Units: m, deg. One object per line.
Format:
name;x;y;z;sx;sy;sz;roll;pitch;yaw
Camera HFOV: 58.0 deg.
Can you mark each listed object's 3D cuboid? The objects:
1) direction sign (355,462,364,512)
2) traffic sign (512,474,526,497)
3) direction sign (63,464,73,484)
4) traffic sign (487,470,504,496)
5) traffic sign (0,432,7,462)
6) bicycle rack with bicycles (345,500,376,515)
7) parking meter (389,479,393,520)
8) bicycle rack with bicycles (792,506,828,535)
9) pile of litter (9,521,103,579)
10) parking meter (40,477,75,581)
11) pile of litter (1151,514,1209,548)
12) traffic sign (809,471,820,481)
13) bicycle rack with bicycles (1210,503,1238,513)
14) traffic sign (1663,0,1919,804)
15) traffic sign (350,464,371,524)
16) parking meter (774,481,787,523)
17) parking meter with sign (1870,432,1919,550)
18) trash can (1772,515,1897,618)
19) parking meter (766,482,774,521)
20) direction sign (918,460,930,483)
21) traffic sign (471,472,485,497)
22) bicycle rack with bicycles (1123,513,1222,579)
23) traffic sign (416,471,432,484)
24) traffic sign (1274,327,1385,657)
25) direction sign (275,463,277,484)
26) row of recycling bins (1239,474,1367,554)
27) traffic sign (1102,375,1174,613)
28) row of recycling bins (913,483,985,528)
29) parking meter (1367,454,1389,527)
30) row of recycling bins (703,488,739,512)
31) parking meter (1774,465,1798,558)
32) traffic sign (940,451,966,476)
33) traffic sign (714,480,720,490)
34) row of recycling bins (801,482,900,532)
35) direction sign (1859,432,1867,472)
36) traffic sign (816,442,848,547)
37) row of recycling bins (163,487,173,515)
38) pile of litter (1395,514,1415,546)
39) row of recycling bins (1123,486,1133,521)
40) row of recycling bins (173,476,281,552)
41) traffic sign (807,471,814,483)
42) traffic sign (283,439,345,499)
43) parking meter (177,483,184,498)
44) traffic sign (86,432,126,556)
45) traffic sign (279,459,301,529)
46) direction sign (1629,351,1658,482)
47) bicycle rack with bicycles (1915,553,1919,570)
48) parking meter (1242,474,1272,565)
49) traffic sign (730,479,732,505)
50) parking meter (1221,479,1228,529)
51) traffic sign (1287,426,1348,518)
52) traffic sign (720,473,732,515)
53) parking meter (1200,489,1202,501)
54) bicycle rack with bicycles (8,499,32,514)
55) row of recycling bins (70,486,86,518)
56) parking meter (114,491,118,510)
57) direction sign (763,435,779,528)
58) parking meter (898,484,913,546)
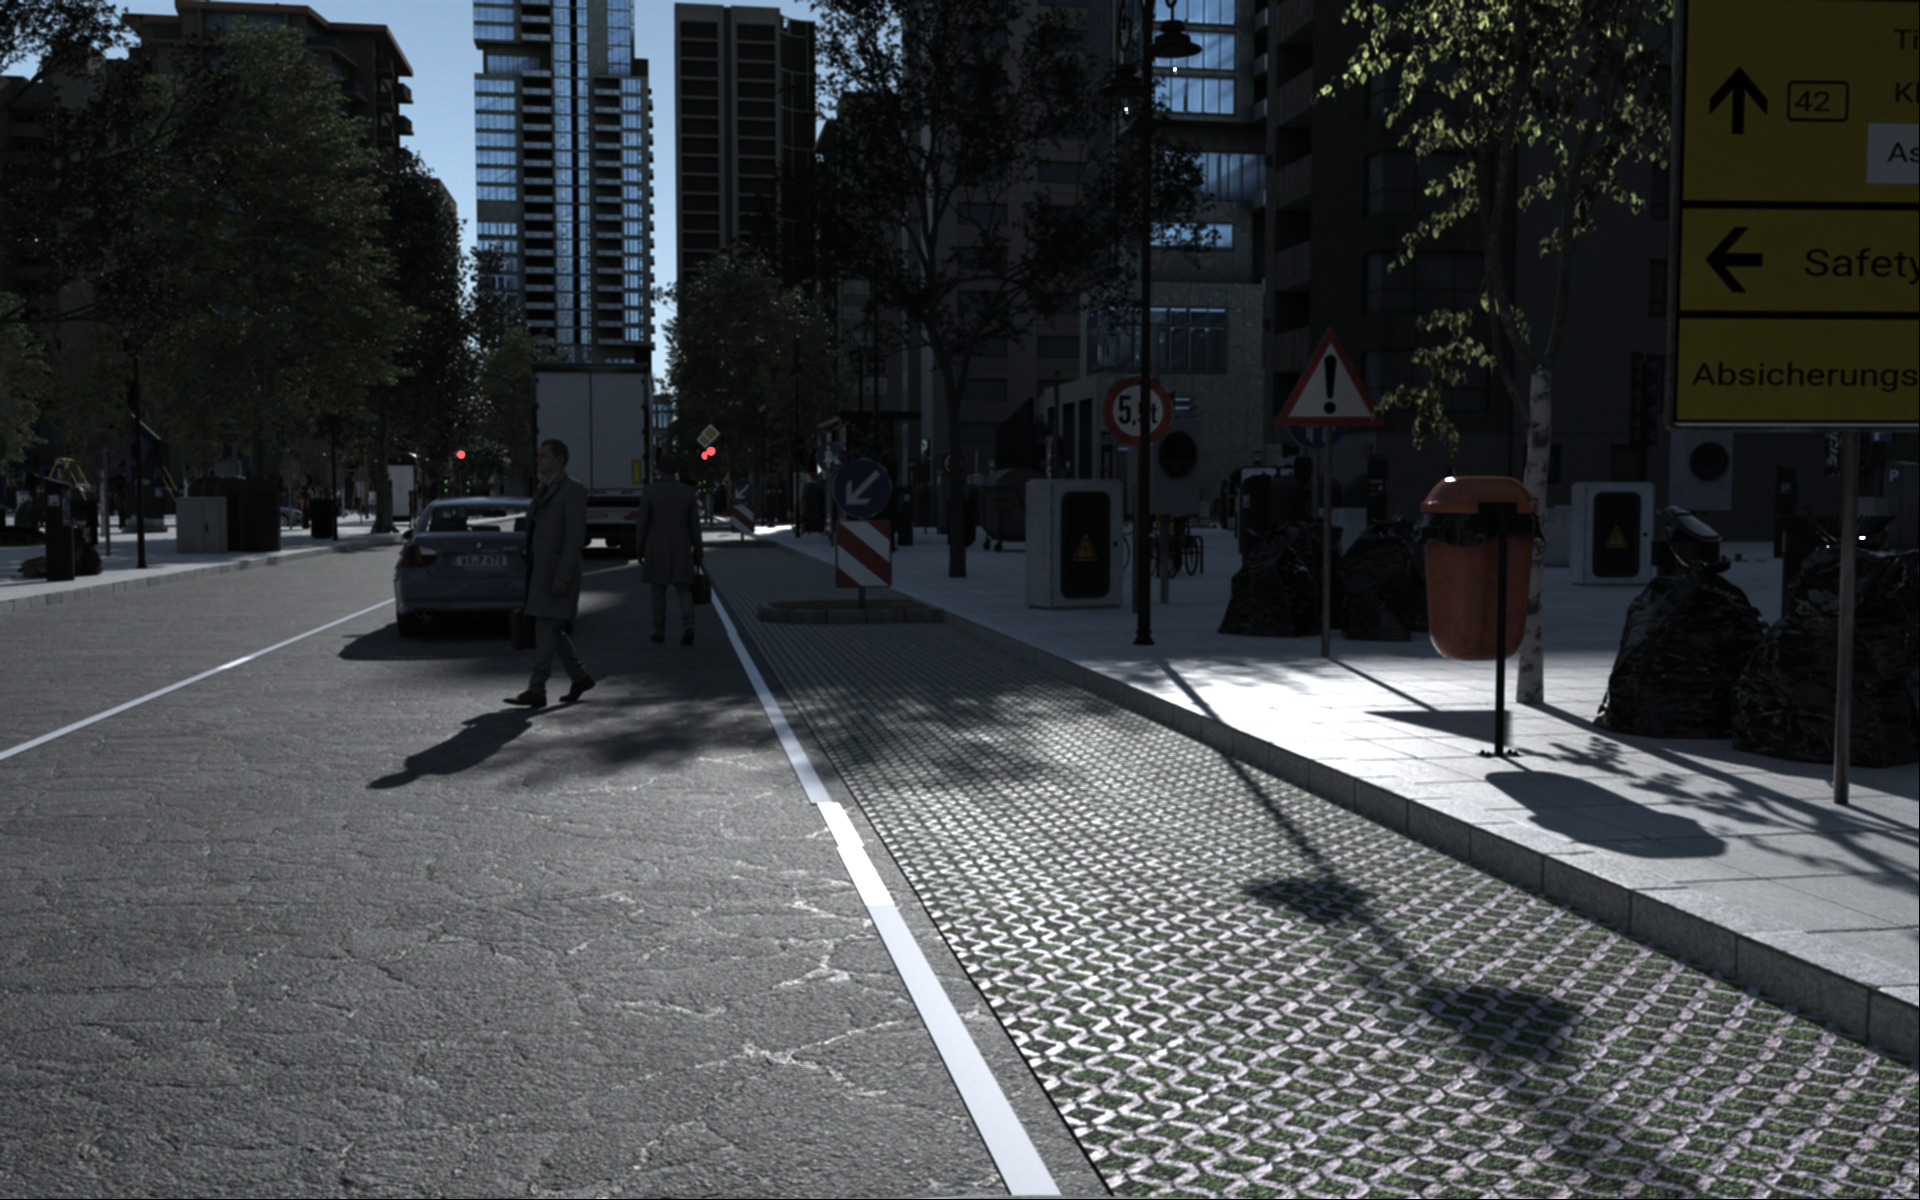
direction sign;-42.315;-7.978;122.436;0.379;3.537;0.876;3;4;36
traffic sign;-28.332;-6.802;111.209;0.884;2.594;0.081;0;4;-4
direction sign;-70.082;-8.832;136.400;0.379;3.537;0.876;0;4;4
traffic sign;-24.734;-5.638;92.184;0.884;2.594;0.081;0;4;-2
traffic sign;-18.108;-1.963;32.208;0.768;2.556;0.104;0;4;-3
bicycle rack with bicycles;-36.163;-5.620;105.273;2.852;0.926;2.925;2;4;34
parking meter;-22.017;-3.726;66.632;0.255;1.863;0.399;0;4;2
bicycle rack with bicycles;-3.465;-2.501;54.273;2.925;0.926;2.852;3;5;40
pile of litter;-14.176;-0.804;27.105;1.176;0.858;1.719;1;4;19
parking meter;-13.363;-1.057;25.690;0.372;1.533;0.369;0;3;0
pile of litter;5.207;-1.717;42.035;1.176;0.858;1.719;-3;5;-40
traffic sign;-8.239;-5.951;97.406;0.768;2.556;0.104;0;4;0
bicycle rack with bicycles;11.317;-3.507;70.722;2.852;0.926;2.925;-1;4;-10
traffic sign;3.979;-0.809;7.101;2.265;3.308;0.079;0;4;-3
traffic sign;-25.606;-4.526;74.006;0.884;2.594;0.081;0;4;-4
parking meter;-7.901;-4.347;76.780;0.399;1.863;0.255;2;4;35
parking meter with sign;21.866;-2.682;40.105;1.738;3.016;0.543;-2;4;-27
trash can;5.849;0.001;11.630;0.748;1.137;0.748;0;3;0
parking meter;-8.859;-4.609;81.075;0.399;1.863;0.255;3;5;39
direction sign;-2.403;-7.521;114.970;0.876;3.537;0.379;0;4;5
traffic sign;-25.395;-5.500;91.105;0.795;2.450;0.064;0;4;-3
bicycle rack with bicycles;2.907;-0.881;27.788;2.852;0.926;2.925;2;4;31
traffic sign;-28.745;-5.681;92.893;0.884;2.594;0.081;0;3;0
traffic sign;2.886;-0.832;13.599;0.884;2.594;0.081;0;4;-4
direction sign;-49.582;-8.174;125.642;0.379;3.537;0.876;-2;4;-27
row of recycling bins;7.305;-1.788;36.343;1.069;1.692;3.534;-3;5;-42
traffic sign;1.899;-1.131;18.604;0.768;2.556;0.104;0;4;-1
row of recycling bins;-0.415;-3.753;68.478;1.069;1.692;3.534;3;5;44
parking meter;6.054;-1.188;25.132;0.255;1.863;0.399;1;4;21
row of recycling bins;-19.224;-8.362;143.827;3.534;1.692;1.069;-2;4;-27
parking meter;16.600;-1.779;34.804;0.399;1.863;0.255;2;4;28
traffic sign;-0.198;-3.092;50.654;0.768;2.556;0.104;0;4;-8
traffic sign;-21.212;-9.229;151.006;0.768;2.556;0.104;0;4;-3
row of recycling bins;-3.660;-3.139;58.439;3.534;1.692;1.069;1;4;12
direction sign;32.046;-4.287;62.096;0.876;3.537;0.379;0;4;-4
traffic sign;-3.116;-2.576;42.218;0.768;2.556;0.104;0;4;-5
row of recycling bins;-49.414;-6.105;106.927;1.069;1.692;3.534;1;4;19
pile of litter;9.739;-1.405;36.942;1.176;0.858;1.719;3;4;39
row of recycling bins;7.333;-4.674;83.531;1.069;1.692;3.534;2;4;29
row of recycling bins;-16.585;-1.978;39.448;3.534;1.692;1.069;3;5;44
traffic sign;-8.288;-5.732;93.727;0.884;2.594;0.081;0;4;-1
traffic sign;-24.089;-4.324;64.578;2.265;3.308;0.079;0;4;-2
parking meter;-41.206;-5.256;91.652;0.399;1.863;0.255;-2;4;-26
traffic sign;-17.534;-2.170;35.580;0.768;2.556;0.104;0;4;-6
traffic sign;-24.331;-3.840;62.890;0.768;2.556;0.104;0;4;-7
direction sign;10.982;-2.194;27.871;0.876;3.537;0.379;-3;5;-43
bicycle rack with bicycles;12.848;-0.415;20.162;2.852;0.926;2.925;1;4;10
parking meter;3.854;-0.860;22.478;0.372;1.533;0.369;0;3;0
traffic sign;-15.000;-6.827;113.756;0.606;2.300;0.079;0;4;-2
parking meter;9.744;-3.520;63.262;0.399;1.863;0.255;1;4;23
traffic sign;4.127;-1.223;20.105;0.768;2.556;0.104;0;4;-7
traffic sign;-14.144;-6.434;105.201;0.884;2.594;0.081;0;4;-2
parking meter;11.701;-4.685;85.012;0.372;1.533;0.369;0;3;0
bicycle rack with bicycles;-62.653;-6.206;114.854;2.925;0.926;2.852;1;4;8
row of recycling bins;-48.764;-5.336;94.358;3.534;1.692;1.069;3;5;39
parking meter;-68.662;-8.114;141.066;0.372;1.533;0.369;0;3;0
direction sign;-7.231;-4.543;66.276;0.379;3.537;0.876;3;4;36
parking meter;-1.361;-2.119;43.055;0.372;1.533;0.369;0;3;0
